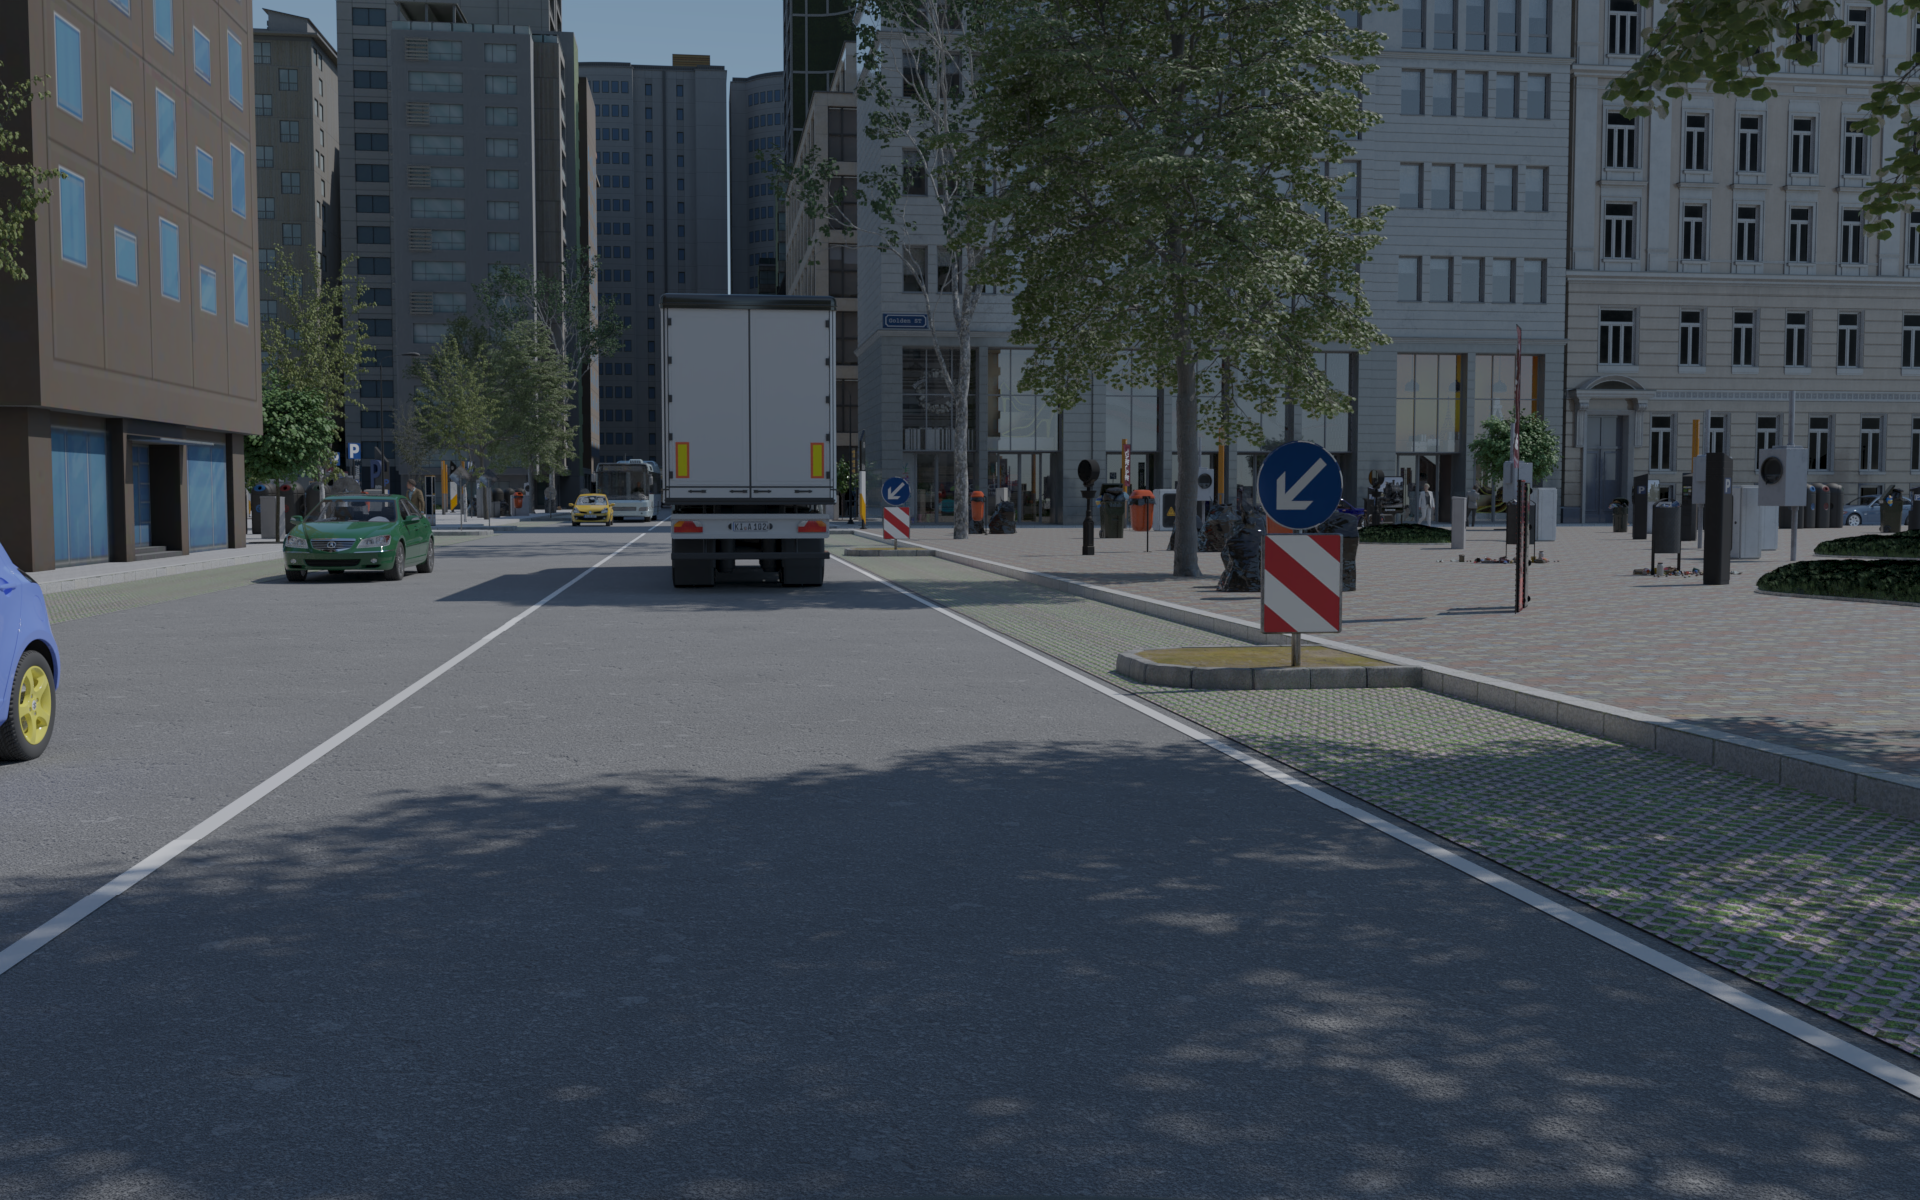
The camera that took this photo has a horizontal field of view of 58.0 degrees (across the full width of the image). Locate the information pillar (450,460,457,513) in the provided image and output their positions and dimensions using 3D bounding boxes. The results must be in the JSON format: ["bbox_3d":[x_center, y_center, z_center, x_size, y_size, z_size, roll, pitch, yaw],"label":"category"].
[{"bbox_3d":[-34.627,-7.769,118.369,0.183,3.616,0.504,3,5,39],"label":"information pillar"}]

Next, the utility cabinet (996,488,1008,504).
[{"bbox_3d":[1.444,-3.173,60.558,0.318,1.500,1.173,0,4,7],"label":"utility cabinet"}]

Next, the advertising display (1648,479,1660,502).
[{"bbox_3d":[29.926,-4.264,74.928,0.974,1.923,0.123,-2,4,-35],"label":"advertising display"}]

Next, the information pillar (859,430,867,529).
[{"bbox_3d":[-3.541,-4.380,62.961,0.183,3.616,0.504,1,4,13],"label":"information pillar"}]

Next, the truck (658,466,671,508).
[{"bbox_3d":[-30.150,-11.571,178.103,2.839,4.237,11.283,-1,4,-9],"label":"truck"}]

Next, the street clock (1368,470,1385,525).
[{"bbox_3d":[12.323,-2.857,51.284,0.358,2.002,0.471,-2,4,-26],"label":"street clock"}]

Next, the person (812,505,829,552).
[{"bbox_3d":[-3.575,-2.064,42.347,0.635,1.810,0.391,2,4,26],"label":"person"}]

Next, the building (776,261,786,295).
[{"bbox_3d":[-8.061,-18.852,137.901,12.332,23.373,15.834,-1,4,-8],"label":"building"}]

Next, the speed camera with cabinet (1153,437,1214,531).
[{"bbox_3d":[7.737,-4.014,59.966,2.038,3.252,0.660,-1,4,-16],"label":"speed camera with cabinet"}]

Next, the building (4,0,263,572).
[{"bbox_3d":[-22.634,-23.395,32.622,14.600,45.320,14.200,-1,4,-8],"label":"building"}]

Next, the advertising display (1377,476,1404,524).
[{"bbox_3d":[15.447,-3.489,62.257,0.974,1.923,0.123,1,4,9],"label":"advertising display"}]

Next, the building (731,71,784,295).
[{"bbox_3d":[-17.299,-42.605,238.596,28.212,58.520,21.231,-1,4,-8],"label":"building"}]

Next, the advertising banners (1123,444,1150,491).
[{"bbox_3d":[6.244,-3.972,61.122,0.090,3.025,2.074,2,4,34],"label":"advertising banners"}]

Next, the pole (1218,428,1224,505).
[{"bbox_3d":[8.032,-3.637,53.301,0.158,3.312,0.155,0,3,0],"label":"pole"}]

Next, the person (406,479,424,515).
[{"bbox_3d":[-15.032,-2.396,47.589,0.656,1.842,0.836,-1,4,-10],"label":"person"}]

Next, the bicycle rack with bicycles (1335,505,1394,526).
[{"bbox_3d":[12.835,-2.666,56.978,2.852,0.926,2.925,3,5,41],"label":"bicycle rack with bicycles"}]

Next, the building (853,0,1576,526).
[{"bbox_3d":[10.601,-18.326,77.118,29.804,29.767,11.434,-1,4,-8],"label":"building"}]

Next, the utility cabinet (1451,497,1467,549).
[{"bbox_3d":[11.742,-1.809,40.736,0.306,1.237,1.020,1,4,19],"label":"utility cabinet"}]

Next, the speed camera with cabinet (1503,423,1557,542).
[{"bbox_3d":[15.703,-3.265,47.726,0.660,3.252,2.038,-1,4,-10],"label":"speed camera with cabinet"}]

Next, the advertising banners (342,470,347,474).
[{"bbox_3d":[-44.874,-7.889,125.178,0.090,3.025,2.074,0,4,-3],"label":"advertising banners"}]

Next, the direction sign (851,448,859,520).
[{"bbox_3d":[-5.125,-5.715,85.443,0.379,3.537,0.876,2,4,27],"label":"direction sign"}]

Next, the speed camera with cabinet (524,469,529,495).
[{"bbox_3d":[-35.306,-8.849,139.021,2.038,3.252,0.660,0,4,-6],"label":"speed camera with cabinet"}]

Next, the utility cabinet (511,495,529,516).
[{"bbox_3d":[-25.837,-5.536,101.672,1.020,1.237,0.306,-2,4,-28],"label":"utility cabinet"}]

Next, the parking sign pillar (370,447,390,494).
[{"bbox_3d":[-32.868,-6.710,98.185,1.447,3.967,1.447,3,5,41],"label":"parking sign pillar"}]

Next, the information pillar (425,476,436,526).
[{"bbox_3d":[-21.230,-3.972,69.434,0.304,2.012,0.304,0,4,5],"label":"information pillar"}]

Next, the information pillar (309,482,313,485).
[{"bbox_3d":[-38.449,-6.018,102.894,0.304,2.012,0.304,0,4,-5],"label":"information pillar"}]

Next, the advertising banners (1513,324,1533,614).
[{"bbox_3d":[6.121,-1.387,18.866,0.090,3.025,2.074,1,4,23],"label":"advertising banners"}]

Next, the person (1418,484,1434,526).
[{"bbox_3d":[18.398,-3.677,68.499,0.514,1.842,0.818,-2,4,-26],"label":"person"}]

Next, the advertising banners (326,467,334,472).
[{"bbox_3d":[-41.381,-7.071,111.795,2.074,3.025,0.090,0,4,6],"label":"advertising banners"}]

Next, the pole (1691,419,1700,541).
[{"bbox_3d":[20.110,-3.276,47.407,0.158,3.312,0.155,0,3,0],"label":"pole"}]

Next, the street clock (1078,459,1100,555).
[{"bbox_3d":[2.695,-1.941,36.306,0.358,2.002,0.471,-2,4,-35],"label":"street clock"}]

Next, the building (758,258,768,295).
[{"bbox_3d":[-17.836,-27.011,213.334,14.160,30.474,14.107,-1,4,-8],"label":"building"}]

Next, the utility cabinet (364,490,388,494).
[{"bbox_3d":[-29.722,-4.859,88.129,1.173,1.500,0.318,1,4,13],"label":"utility cabinet"}]

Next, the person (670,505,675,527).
[{"bbox_3d":[-12.392,-4.108,75.894,0.641,1.798,0.478,-1,4,-14],"label":"person"}]

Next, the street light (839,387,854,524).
[{"bbox_3d":[-5.203,-6.187,73.694,1.470,5.913,1.316,-1,4,-8],"label":"street light"}]

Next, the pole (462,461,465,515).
[{"bbox_3d":[-30.833,-6.953,107.530,0.158,3.312,0.155,0,3,0],"label":"pole"}]

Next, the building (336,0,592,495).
[{"bbox_3d":[-45.969,-44.361,163.555,20.563,71.187,20.611,-1,4,-8],"label":"building"}]

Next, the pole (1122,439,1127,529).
[{"bbox_3d":[6.092,-4.305,64.224,0.158,3.312,0.155,0,3,0],"label":"pole"}]

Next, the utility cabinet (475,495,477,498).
[{"bbox_3d":[-35.599,-7.208,129.019,1.020,1.237,0.306,-2,4,-33],"label":"utility cabinet"}]

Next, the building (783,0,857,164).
[{"bbox_3d":[-8.962,-44.858,171.677,20.563,71.187,20.611,-1,4,-8],"label":"building"}]

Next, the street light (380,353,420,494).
[{"bbox_3d":[-18.424,-5.160,56.912,1.470,5.913,1.316,-1,4,-8],"label":"street light"}]

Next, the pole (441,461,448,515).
[{"bbox_3d":[-31.682,-6.872,106.207,0.158,3.312,0.155,0,3,0],"label":"pole"}]

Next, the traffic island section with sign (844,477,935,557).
[{"bbox_3d":[-1.679,-1.940,40.354,1.989,1.847,2.006,-1,4,-8],"label":"traffic island section with sign"}]

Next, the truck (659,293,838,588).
[{"bbox_3d":[-3.726,-2.508,29.920,2.839,4.237,11.283,0,4,-8],"label":"truck"}]

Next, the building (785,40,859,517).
[{"bbox_3d":[-0.906,-18.883,113.248,19.350,26.468,34.151,-1,4,-8],"label":"building"}]

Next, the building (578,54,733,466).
[{"bbox_3d":[-45.647,-42.344,234.329,28.212,58.520,21.231,-1,4,-8],"label":"building"}]

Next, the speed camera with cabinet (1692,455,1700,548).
[{"bbox_3d":[17.922,-2.794,40.018,0.660,3.252,2.038,-1,4,-23],"label":"speed camera with cabinet"}]

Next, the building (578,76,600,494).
[{"bbox_3d":[-45.538,-32.530,181.970,14.600,45.320,14.200,-1,4,-8],"label":"building"}]

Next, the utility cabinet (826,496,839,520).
[{"bbox_3d":[-6.469,-4.684,87.739,0.306,1.237,1.020,-2,4,-27],"label":"utility cabinet"}]

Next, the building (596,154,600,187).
[{"bbox_3d":[-55.641,-33.586,203.754,28.867,44.769,22.147,-1,4,-8],"label":"building"}]

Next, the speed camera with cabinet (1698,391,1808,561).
[{"bbox_3d":[15.515,-2.415,33.817,0.660,3.252,2.038,-1,4,-20],"label":"speed camera with cabinet"}]

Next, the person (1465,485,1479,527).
[{"bbox_3d":[20.029,-3.618,67.832,0.592,1.802,0.473,1,4,20],"label":"person"}]

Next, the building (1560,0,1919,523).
[{"bbox_3d":[35.060,-18.132,82.366,20.117,28.700,13.634,-1,4,-8],"label":"building"}]

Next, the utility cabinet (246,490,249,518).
[{"bbox_3d":[-38.596,-5.142,92.744,1.173,1.500,0.318,2,4,30],"label":"utility cabinet"}]

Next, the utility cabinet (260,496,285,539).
[{"bbox_3d":[-19.780,-2.367,49.863,1.020,1.237,0.306,3,5,45],"label":"utility cabinet"}]

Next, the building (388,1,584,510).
[{"bbox_3d":[-39.993,-28.395,147.847,14.154,41.232,14.086,-1,4,-8],"label":"building"}]

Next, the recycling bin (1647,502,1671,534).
[{"bbox_3d":[22.653,-2.669,56.189,0.722,1.027,0.722,1,4,17],"label":"recycling bin"}]

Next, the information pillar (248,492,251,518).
[{"bbox_3d":[-39.071,-6.321,94.705,0.504,3.616,0.183,-1,4,-16],"label":"information pillar"}]

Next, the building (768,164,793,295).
[{"bbox_3d":[-9.489,-23.451,155.126,14.160,30.474,14.107,-1,4,-8],"label":"building"}]

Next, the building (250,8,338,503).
[{"bbox_3d":[-83.486,-37.124,196.215,27.495,52.752,28.713,-1,4,-8],"label":"building"}]
